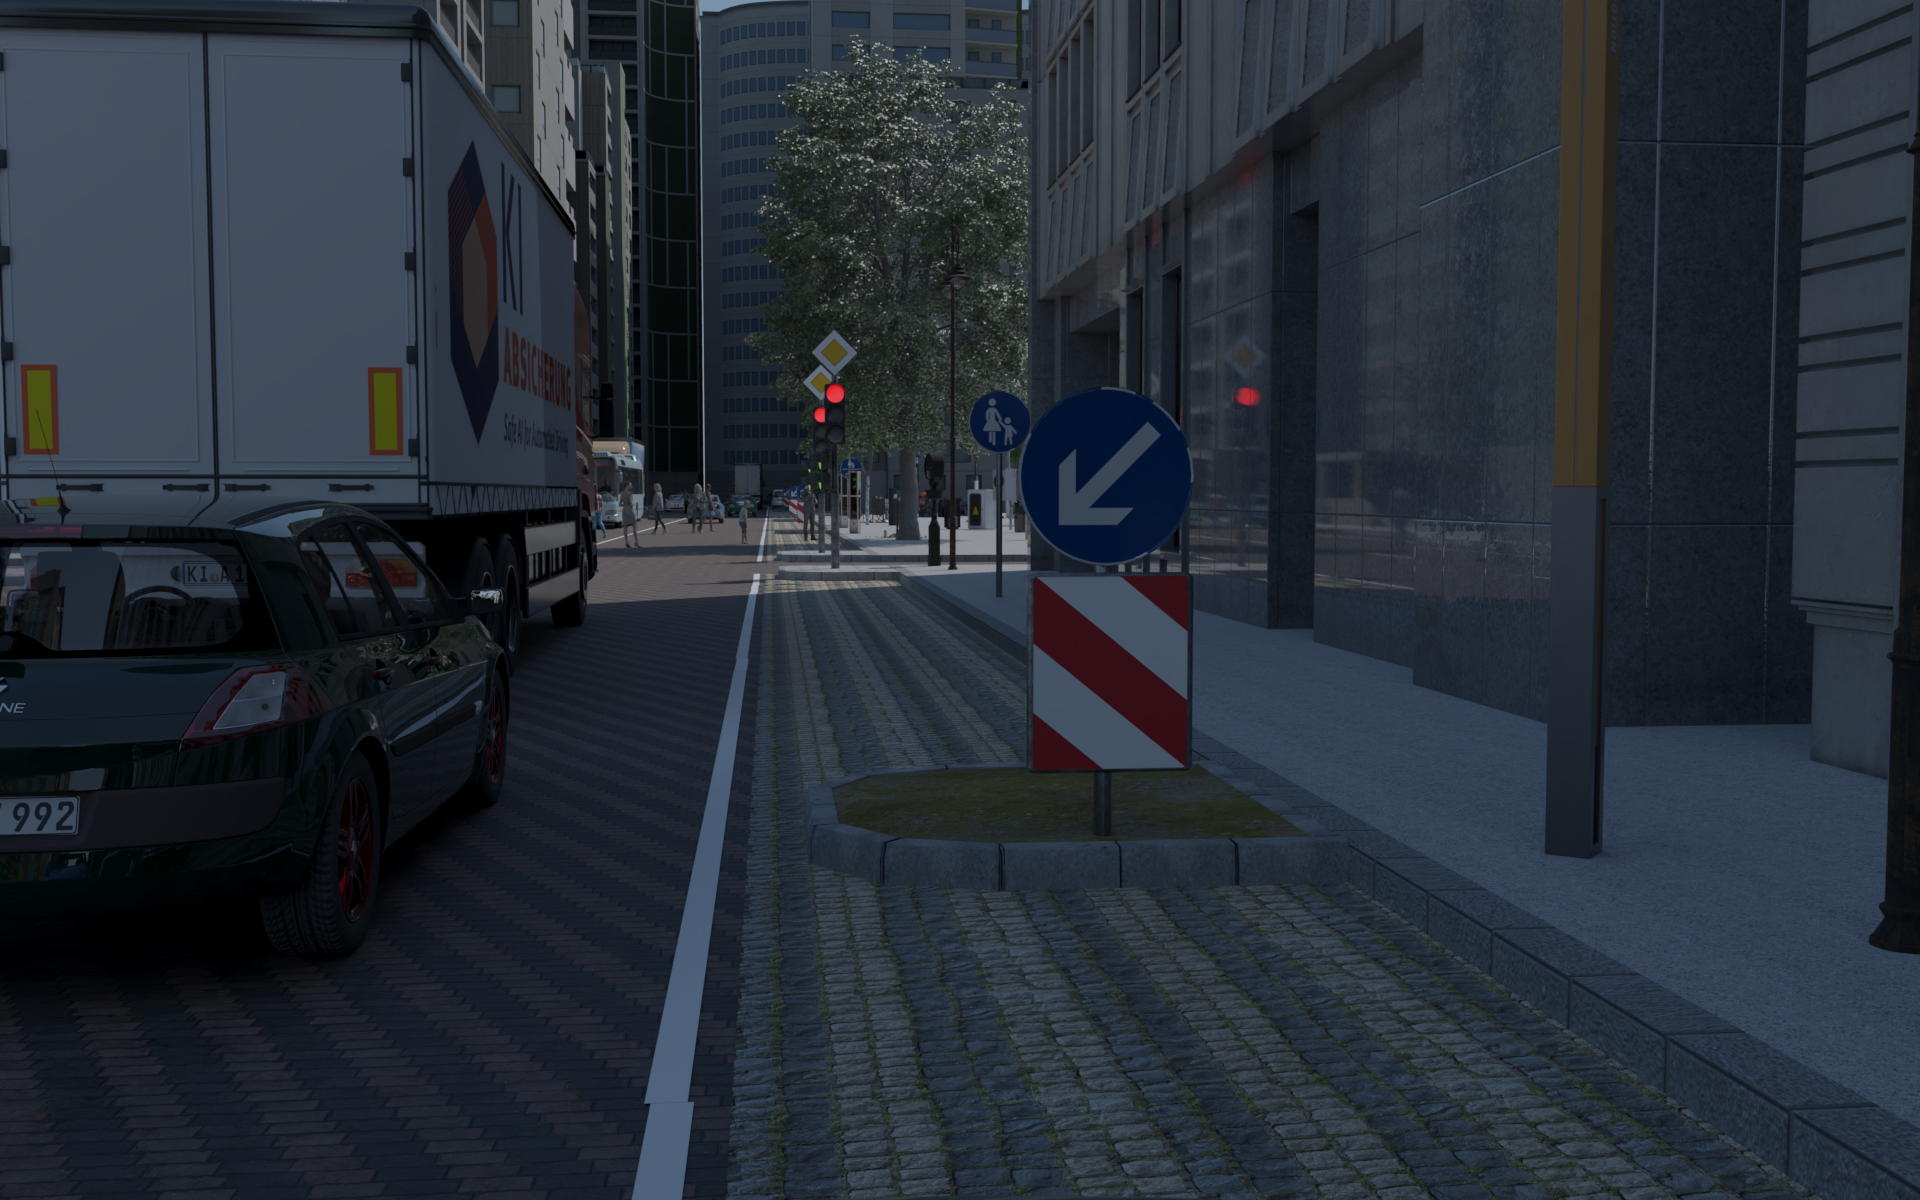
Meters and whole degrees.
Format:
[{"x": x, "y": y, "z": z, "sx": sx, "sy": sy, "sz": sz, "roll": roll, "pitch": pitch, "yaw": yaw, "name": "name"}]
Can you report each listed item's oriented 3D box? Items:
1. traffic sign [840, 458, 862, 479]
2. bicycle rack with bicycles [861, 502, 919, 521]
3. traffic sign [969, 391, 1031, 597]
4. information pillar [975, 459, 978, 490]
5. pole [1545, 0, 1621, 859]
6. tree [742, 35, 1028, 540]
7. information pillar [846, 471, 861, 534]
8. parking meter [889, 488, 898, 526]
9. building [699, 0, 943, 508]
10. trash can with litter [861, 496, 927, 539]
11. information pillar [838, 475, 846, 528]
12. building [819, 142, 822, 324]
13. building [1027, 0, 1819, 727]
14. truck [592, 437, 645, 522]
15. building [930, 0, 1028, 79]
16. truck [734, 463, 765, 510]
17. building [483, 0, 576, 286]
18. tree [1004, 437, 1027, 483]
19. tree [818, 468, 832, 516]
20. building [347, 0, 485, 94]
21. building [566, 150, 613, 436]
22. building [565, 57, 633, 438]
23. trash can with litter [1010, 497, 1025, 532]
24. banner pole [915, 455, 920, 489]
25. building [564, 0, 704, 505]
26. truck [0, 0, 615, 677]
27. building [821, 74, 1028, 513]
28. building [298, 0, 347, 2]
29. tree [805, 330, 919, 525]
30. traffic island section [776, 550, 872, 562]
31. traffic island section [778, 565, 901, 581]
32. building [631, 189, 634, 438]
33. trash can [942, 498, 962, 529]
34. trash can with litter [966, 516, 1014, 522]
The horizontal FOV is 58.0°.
[{"x": -3.802, "y": -3.700, "z": 60.597, "sx": 0.768, "sy": 2.556, "sz": 0.104, "roll": 0, "pitch": 3, "yaw": 0, "name": "traffic sign"}, {"x": -3.451, "y": -4.265, "z": 83.108, "sx": 2.852, "sy": 0.926, "sz": 2.925, "roll": -2, "pitch": 4, "yaw": -35, "name": "bicycle rack with bicycles"}, {"x": 0.486, "y": -1.305, "z": 21.447, "sx": 0.768, "sy": 2.556, "sz": 0.104, "roll": 0, "pitch": 4, "yaw": -5, "name": "traffic sign"}, {"x": 1.009, "y": -7.058, "z": 106.757, "sx": 0.183, "sy": 3.616, "sz": 0.504, "roll": 1, "pitch": 4, "yaw": 18, "name": "information pillar"}, {"x": 2.193, "y": -0.749, "z": 6.089, "sx": 0.158, "sy": 3.312, "sz": 0.155, "roll": 0, "pitch": 3, "yaw": 0, "name": "pole"}, {"x": -1.490, "y": -8.646, "z": 48.020, "sx": 9.857, "sy": 13.997, "sz": 8.962, "roll": 0, "pitch": 3, "yaw": 0, "name": "tree"}, {"x": -3.409, "y": -3.161, "z": 56.180, "sx": 0.304, "sy": 2.012, "sz": 0.304, "roll": 1, "pitch": 4, "yaw": 13, "name": "information pillar"}, {"x": -2.721, "y": -3.797, "z": 70.487, "sx": 0.372, "sy": 1.533, "sz": 0.369, "roll": 0, "pitch": 3, "yaw": 0, "name": "parking meter"}, {"x": -16.380, "y": -40.642, "z": 206.495, "sx": 28.212, "sy": 58.520, "sz": 21.231, "roll": 0, "pitch": 4, "yaw": -6, "name": "building"}, {"x": -1.690, "y": -2.424, "z": 50.694, "sx": 1.678, "sy": 1.210, "sz": 2.233, "roll": -2, "pitch": 4, "yaw": -25, "name": "trash can with litter"}, {"x": -4.421, "y": -3.733, "z": 65.523, "sx": 0.304, "sy": 2.012, "sz": 0.304, "roll": -2, "pitch": 4, "yaw": -28, "name": "information pillar"}, {"x": -4.119, "y": -22.376, "z": 137.541, "sx": 14.160, "sy": 30.474, "sz": 14.107, "roll": 0, "pitch": 4, "yaw": -6, "name": "building"}, {"x": 8.180, "y": -12.308, "z": 19.251, "sx": 12.078, "sy": 24.808, "sz": 19.932, "roll": 0, "pitch": 4, "yaw": -6, "name": "building"}, {"x": -17.593, "y": -6.028, "z": 87.477, "sx": 2.839, "sy": 4.237, "sz": 11.283, "roll": 0, "pitch": 4, "yaw": -6, "name": "truck"}, {"x": 11.731, "y": -40.854, "z": 209.956, "sx": 28.212, "sy": 58.520, "sz": 21.231, "roll": 0, "pitch": 4, "yaw": -6, "name": "building"}, {"x": -19.707, "y": -10.571, "z": 161.757, "sx": 2.839, "sy": 4.237, "sz": 11.283, "roll": 0, "pitch": 4, "yaw": -5, "name": "truck"}, {"x": -41.952, "y": -32.585, "z": 121.998, "sx": 28.713, "sy": 52.752, "sz": 27.495, "roll": 0, "pitch": 4, "yaw": -6, "name": "building"}, {"x": 3.530, "y": -5.366, "z": 71.443, "sx": 4.285, "sy": 4.588, "sz": 4.351, "roll": 0, "pitch": 3, "yaw": 0, "name": "tree"}, {"x": -7.837, "y": -6.510, "z": 101.036, "sx": 1.663, "sy": 3.219, "sz": 1.824, "roll": 0, "pitch": 3, "yaw": 0, "name": "tree"}, {"x": -35.810, "y": -40.311, "z": 97.341, "sx": 20.563, "sy": 71.187, "sz": 20.611, "roll": 0, "pitch": 4, "yaw": -6, "name": "building"}, {"x": -36.777, "y": -22.808, "z": 144.604, "sx": 14.160, "sy": 30.474, "sz": 14.107, "roll": 0, "pitch": 4, "yaw": -6, "name": "building"}, {"x": -38.087, "y": -29.033, "z": 158.287, "sx": 14.154, "sy": 41.232, "sz": 14.086, "roll": 0, "pitch": 4, "yaw": -6, "name": "building"}, {"x": 2.248, "y": -2.834, "z": 57.730, "sx": 1.055, "sy": 1.170, "sz": 0.624, "roll": -1, "pitch": 4, "yaw": -18, "name": "trash can with litter"}, {"x": -2.679, "y": -6.563, "z": 97.328, "sx": 0.863, "sy": 3.779, "sz": 0.401, "roll": -1, "pitch": 4, "yaw": -12, "name": "banner pole"}, {"x": -41.018, "y": -46.776, "z": 203.036, "sx": 20.611, "sy": 71.187, "sz": 20.563, "roll": 0, "pitch": 4, "yaw": -6, "name": "building"}, {"x": -4.885, "y": -1.619, "z": 15.390, "sx": 2.839, "sy": 4.237, "sz": 11.283, "roll": 0, "pitch": 4, "yaw": -7, "name": "truck"}, {"x": -2.322, "y": -21.521, "z": 123.572, "sx": 14.160, "sy": 30.474, "sz": 14.107, "roll": 0, "pitch": 4, "yaw": -6, "name": "building"}, {"x": -37.951, "y": -22.981, "z": 67.628, "sx": 32.217, "sy": 40.220, "sz": 23.993, "roll": 0, "pitch": 4, "yaw": -6, "name": "building"}, {"x": -3.777, "y": -7.429, "z": 71.829, "sx": 4.737, "sy": 8.622, "sz": 4.395, "roll": 0, "pitch": 3, "yaw": 0, "name": "tree"}, {"x": -2.990, "y": -0.946, "z": 37.743, "sx": 2.009, "sy": 0.180, "sz": 2.903, "roll": 0, "pitch": 4, "yaw": -6, "name": "traffic island section"}, {"x": -2.122, "y": -0.460, "z": 29.805, "sx": 2.009, "sy": 0.180, "sz": 2.903, "roll": 0, "pitch": 4, "yaw": -6, "name": "traffic island section"}, {"x": -40.783, "y": -30.193, "z": 177.243, "sx": 14.086, "sy": 41.232, "sz": 14.154, "roll": 0, "pitch": 4, "yaw": -6, "name": "building"}, {"x": -0.280, "y": -3.145, "z": 63.077, "sx": 0.748, "sy": 1.137, "sz": 0.748, "roll": 0, "pitch": 3, "yaw": 0, "name": "trash can"}, {"x": 1.087, "y": -4.218, "z": 80.017, "sx": 1.678, "sy": 1.210, "sz": 2.233, "roll": 3, "pitch": 5, "yaw": 41, "name": "trash can with litter"}]
